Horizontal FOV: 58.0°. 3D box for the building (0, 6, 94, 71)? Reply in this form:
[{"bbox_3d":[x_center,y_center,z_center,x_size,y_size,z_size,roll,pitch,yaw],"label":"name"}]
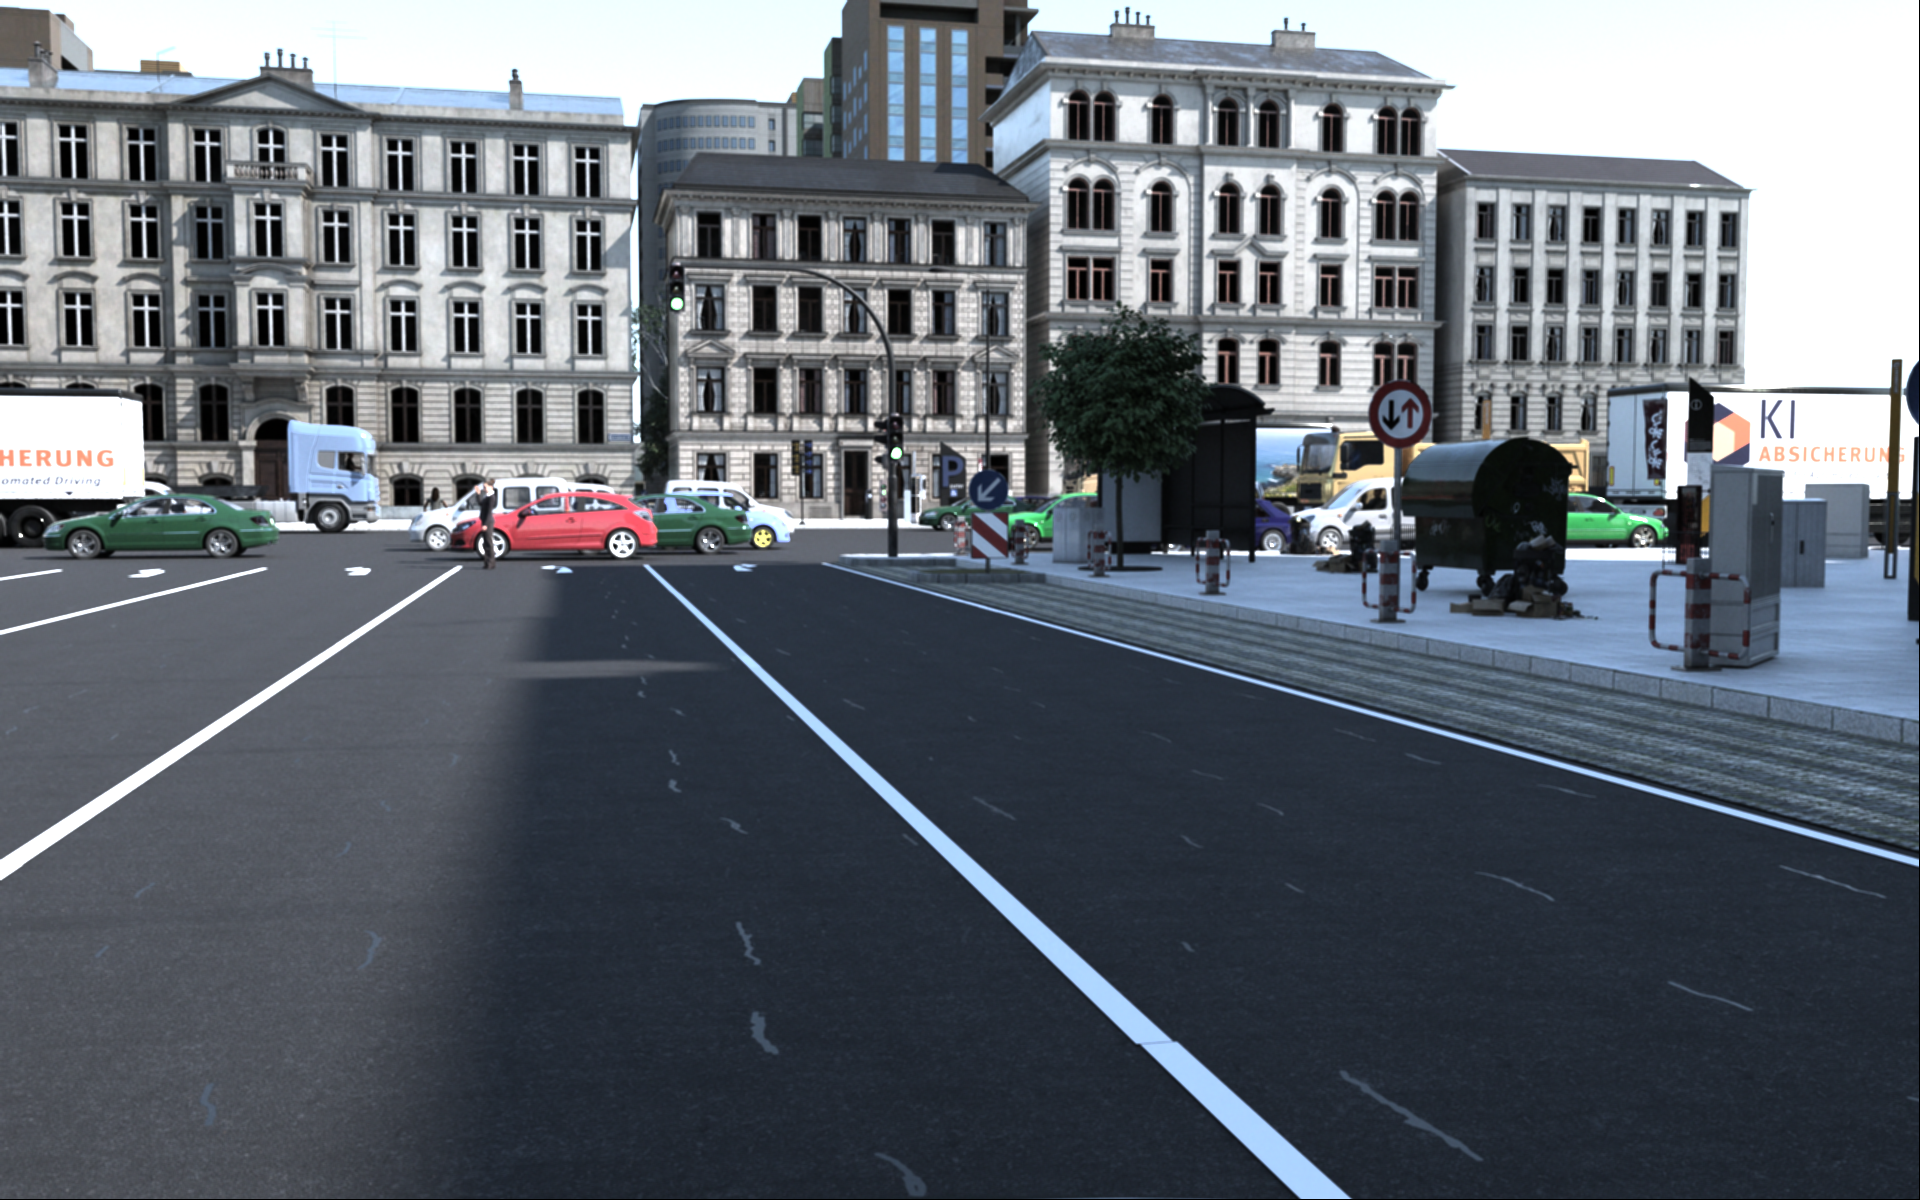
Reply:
[{"bbox_3d":[-87.600,-31.015,157.213,14.200,45.320,14.600,-1,4,-13],"label":"building"}]

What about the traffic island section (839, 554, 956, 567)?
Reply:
[{"bbox_3d":[-1.362,-0.805,35.444,2.009,0.180,2.903,-1,4,-13],"label":"traffic island section"}]

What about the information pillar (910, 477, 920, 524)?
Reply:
[{"bbox_3d":[-1.923,-4.277,74.424,0.304,2.012,0.304,2,4,28],"label":"information pillar"}]

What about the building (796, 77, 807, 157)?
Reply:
[{"bbox_3d":[-9.611,-30.043,174.799,14.154,41.232,14.086,-1,4,-13],"label":"building"}]

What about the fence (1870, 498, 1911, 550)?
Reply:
[{"bbox_3d":[22.098,-1.809,40.777,2.264,1.192,0.480,-3,5,-44],"label":"fence"}]

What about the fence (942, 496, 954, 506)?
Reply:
[{"bbox_3d":[-0.163,-4.292,81.374,0.480,1.192,2.264,-3,4,-39],"label":"fence"}]

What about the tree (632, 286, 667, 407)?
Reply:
[{"bbox_3d":[-21.787,-17.092,135.342,12.611,20.169,13.585,0,3,0],"label":"tree"}]

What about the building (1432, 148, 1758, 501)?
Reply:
[{"bbox_3d":[35.127,-15.407,101.060,18.267,20.994,9.793,-1,4,-13],"label":"building"}]

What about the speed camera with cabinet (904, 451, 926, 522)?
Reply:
[{"bbox_3d":[-2.058,-5.191,79.204,0.660,3.252,2.038,1,4,11],"label":"speed camera with cabinet"}]

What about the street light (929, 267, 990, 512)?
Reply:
[{"bbox_3d":[0.047,-3.859,35.634,1.470,5.913,1.316,-1,4,-13],"label":"street light"}]

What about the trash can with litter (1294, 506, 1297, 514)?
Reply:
[{"bbox_3d":[16.369,-4.538,85.247,2.233,1.210,1.678,2,4,29],"label":"trash can with litter"}]

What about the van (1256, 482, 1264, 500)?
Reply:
[{"bbox_3d":[7.497,-2.896,54.360,4.112,2.044,2.013,-1,4,-13],"label":"van"}]

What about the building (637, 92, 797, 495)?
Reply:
[{"bbox_3d":[-32.639,-43.605,254.940,28.212,58.520,21.231,-1,4,-13],"label":"building"}]

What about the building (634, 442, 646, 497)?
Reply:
[{"bbox_3d":[-60.571,-40.559,252.380,27.495,52.752,28.713,-1,4,-13],"label":"building"}]

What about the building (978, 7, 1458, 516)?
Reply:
[{"bbox_3d":[14.110,-19.058,98.988,23.554,28.519,14.401,-1,4,-13],"label":"building"}]

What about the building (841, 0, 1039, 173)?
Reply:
[{"bbox_3d":[-2.038,-30.364,146.555,14.600,45.320,14.200,-1,4,-13],"label":"building"}]

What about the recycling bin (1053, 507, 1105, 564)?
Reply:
[{"bbox_3d":[2.218,-1.213,32.381,0.722,1.027,0.722,3,5,44],"label":"recycling bin"}]

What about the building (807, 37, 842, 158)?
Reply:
[{"bbox_3d":[-5.813,-29.156,160.302,14.154,41.232,14.086,-1,4,-13],"label":"building"}]

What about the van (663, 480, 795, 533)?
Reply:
[{"bbox_3d":[-7.119,-2.822,53.145,4.112,2.044,2.013,-1,4,-11],"label":"van"}]

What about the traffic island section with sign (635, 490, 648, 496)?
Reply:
[{"bbox_3d":[-28.827,-9.097,157.362,1.989,1.847,2.006,-1,4,-13],"label":"traffic island section with sign"}]

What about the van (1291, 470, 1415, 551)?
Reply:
[{"bbox_3d":[10.004,-2.175,42.580,4.112,2.044,2.013,-1,4,-11],"label":"van"}]

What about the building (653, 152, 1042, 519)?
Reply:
[{"bbox_3d":[-6.335,-13.941,92.571,19.286,19.102,10.561,-1,4,-13],"label":"building"}]

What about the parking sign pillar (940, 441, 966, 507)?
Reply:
[{"bbox_3d":[-0.346,-6.086,87.973,1.447,3.967,1.447,0,4,-7],"label":"parking sign pillar"}]

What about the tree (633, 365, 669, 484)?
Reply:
[{"bbox_3d":[-24.120,-14.230,149.674,9.611,12.733,9.660,0,3,0],"label":"tree"}]

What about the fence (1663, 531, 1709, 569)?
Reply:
[{"bbox_3d":[11.769,-0.711,27.001,0.278,0.683,2.069,-2,4,-27],"label":"fence"}]

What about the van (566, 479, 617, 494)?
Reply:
[{"bbox_3d":[-13.687,-3.616,66.134,4.112,2.044,2.013,-1,4,-12],"label":"van"}]

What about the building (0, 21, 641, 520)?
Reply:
[{"bbox_3d":[-34.021,-16.458,88.179,34.723,24.649,14.460,-1,4,-13],"label":"building"}]

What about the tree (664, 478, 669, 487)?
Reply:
[{"bbox_3d":[-27.152,-10.320,163.334,1.663,3.219,1.824,0,3,0],"label":"tree"}]

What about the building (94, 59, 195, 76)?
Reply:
[{"bbox_3d":[-116.809,-42.480,236.544,28.212,58.520,21.231,-1,4,-13],"label":"building"}]

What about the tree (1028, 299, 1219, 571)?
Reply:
[{"bbox_3d":[2.789,-2.792,29.358,4.285,4.588,4.351,0,3,0],"label":"tree"}]

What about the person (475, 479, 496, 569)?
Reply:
[{"bbox_3d":[-9.176,-1.468,33.300,0.742,1.727,0.445,2,4,35],"label":"person"}]

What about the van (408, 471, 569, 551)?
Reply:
[{"bbox_3d":[-12.021,-2.289,44.442,4.112,2.044,2.013,-1,4,-13],"label":"van"}]

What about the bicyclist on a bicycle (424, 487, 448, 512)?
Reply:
[{"bbox_3d":[-14.439,-2.305,47.715,1.499,1.676,1.625,-1,4,-14],"label":"bicyclist on a bicycle"}]

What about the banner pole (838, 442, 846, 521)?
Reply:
[{"bbox_3d":[-5.683,-5.698,83.172,0.401,3.779,0.863,0,4,-5],"label":"banner pole"}]

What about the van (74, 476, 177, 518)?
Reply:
[{"bbox_3d":[-23.431,-2.646,50.270,4.112,2.044,2.013,-1,4,-11],"label":"van"}]

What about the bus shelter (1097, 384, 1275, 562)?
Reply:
[{"bbox_3d":[4.259,-2.492,34.670,2.014,3.302,5.546,-1,4,-12],"label":"bus shelter"}]

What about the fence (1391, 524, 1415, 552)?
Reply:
[{"bbox_3d":[8.949,-1.116,33.618,0.278,0.683,2.069,-1,4,-21],"label":"fence"}]

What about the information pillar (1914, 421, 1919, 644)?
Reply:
[{"bbox_3d":[8.284,-1.424,14.642,0.183,3.616,0.504,0,4,1],"label":"information pillar"}]

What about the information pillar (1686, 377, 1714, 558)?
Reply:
[{"bbox_3d":[14.748,-2.643,34.575,0.504,3.616,0.183,1,4,15],"label":"information pillar"}]

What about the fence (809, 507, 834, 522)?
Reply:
[{"bbox_3d":[-6.486,-3.983,80.502,0.278,0.683,2.069,-3,4,-37],"label":"fence"}]

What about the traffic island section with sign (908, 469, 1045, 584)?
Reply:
[{"bbox_3d":[0.192,-1.216,28.502,1.989,1.847,2.006,-1,4,-13],"label":"traffic island section with sign"}]
